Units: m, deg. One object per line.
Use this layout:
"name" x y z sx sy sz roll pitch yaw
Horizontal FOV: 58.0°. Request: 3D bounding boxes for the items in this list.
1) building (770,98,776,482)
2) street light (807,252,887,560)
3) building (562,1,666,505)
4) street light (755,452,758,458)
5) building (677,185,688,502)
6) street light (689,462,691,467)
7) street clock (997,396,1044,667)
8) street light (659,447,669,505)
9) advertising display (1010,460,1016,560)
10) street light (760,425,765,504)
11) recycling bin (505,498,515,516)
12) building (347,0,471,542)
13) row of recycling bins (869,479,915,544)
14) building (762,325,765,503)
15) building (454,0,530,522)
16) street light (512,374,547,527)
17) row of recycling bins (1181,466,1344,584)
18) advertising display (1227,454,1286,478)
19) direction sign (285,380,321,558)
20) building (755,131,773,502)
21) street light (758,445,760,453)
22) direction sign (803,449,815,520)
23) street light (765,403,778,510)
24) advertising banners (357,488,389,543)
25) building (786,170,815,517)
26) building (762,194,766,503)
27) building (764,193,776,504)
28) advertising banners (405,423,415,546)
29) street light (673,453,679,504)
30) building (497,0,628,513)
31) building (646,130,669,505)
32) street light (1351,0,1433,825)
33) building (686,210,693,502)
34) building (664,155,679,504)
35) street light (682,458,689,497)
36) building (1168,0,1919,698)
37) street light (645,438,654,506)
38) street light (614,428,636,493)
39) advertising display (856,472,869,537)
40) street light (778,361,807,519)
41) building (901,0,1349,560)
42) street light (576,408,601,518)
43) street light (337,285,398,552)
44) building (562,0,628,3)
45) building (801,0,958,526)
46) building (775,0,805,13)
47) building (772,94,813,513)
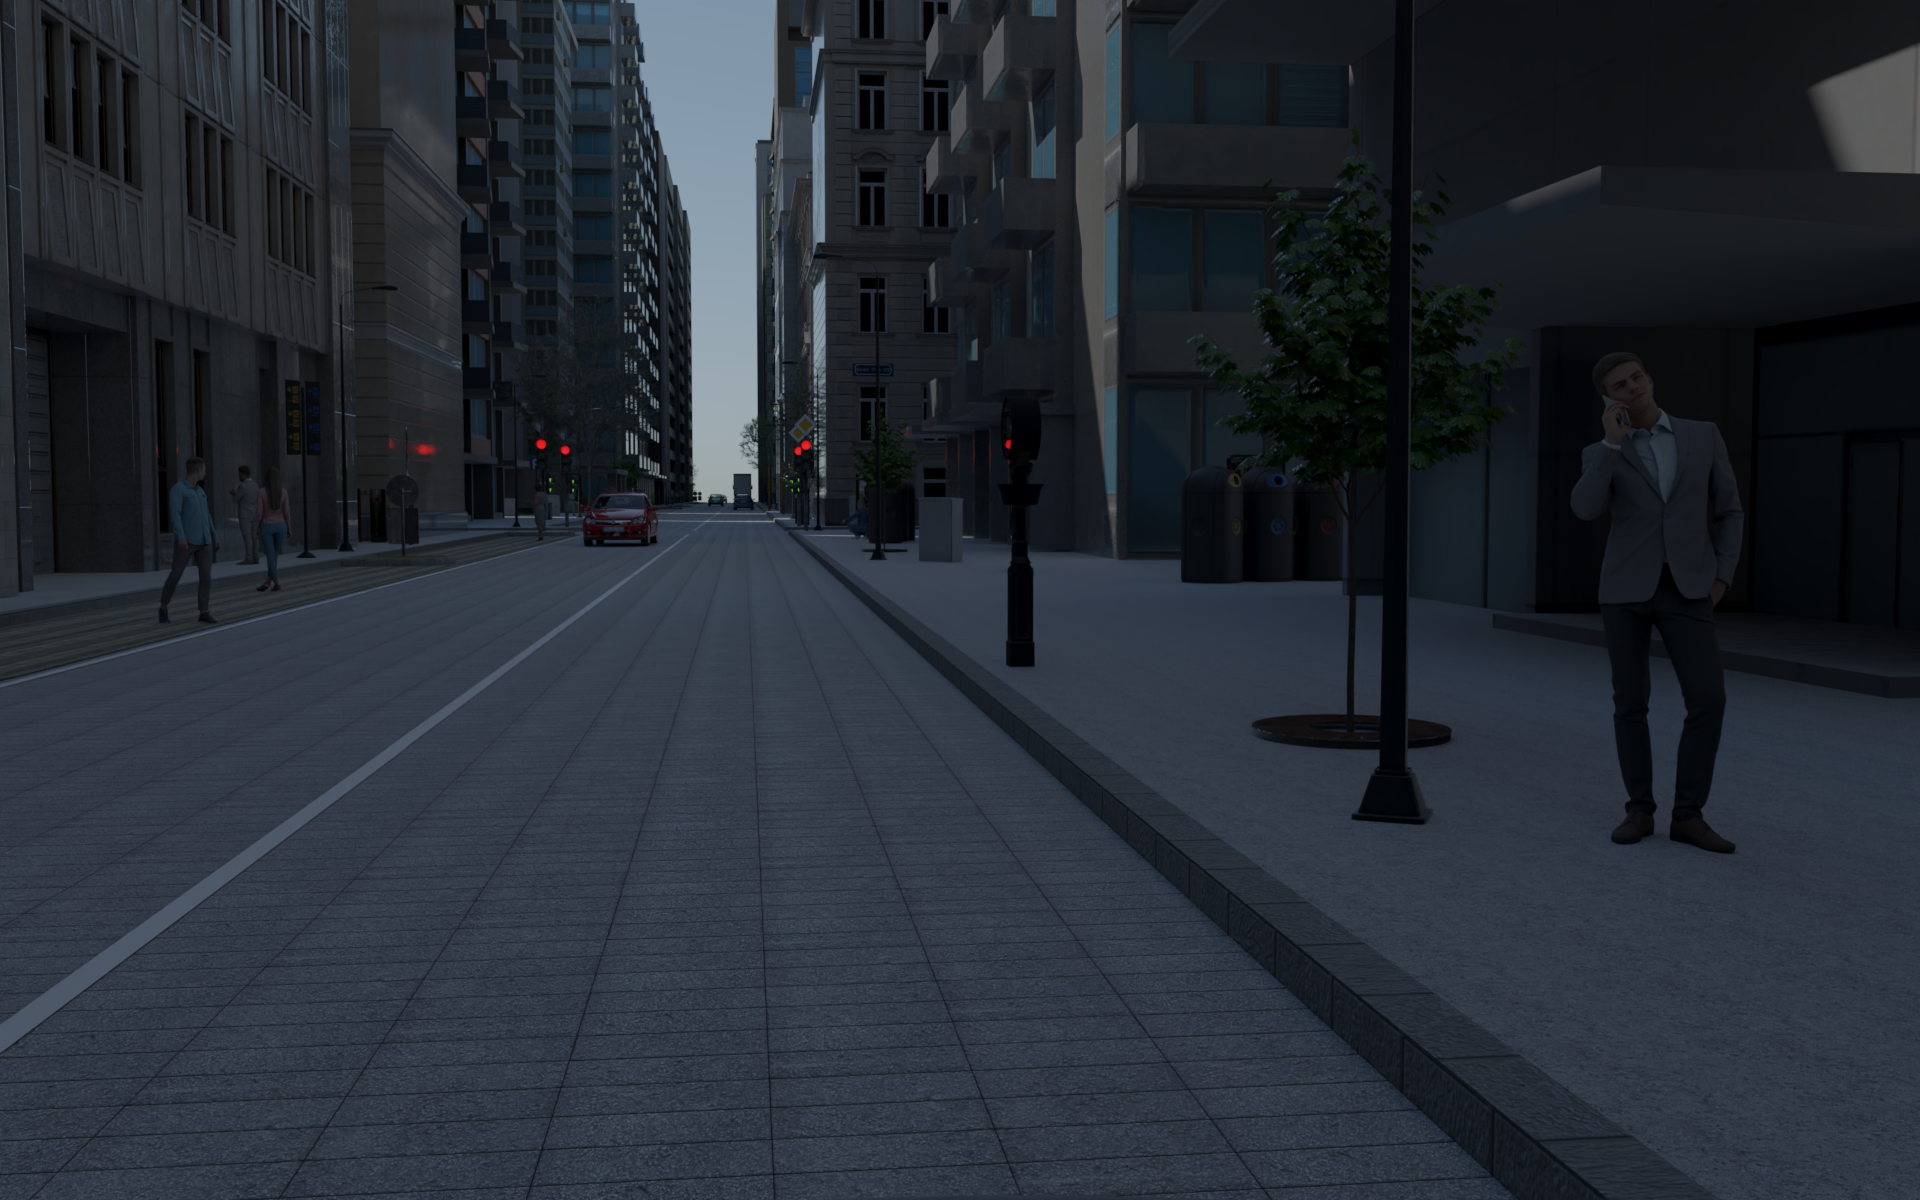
"building" -9.690 -32.815 191.156 22.147 44.769 28.867 0 4 -7
"street light" -2.129 -3.729 33.504 1.470 5.913 1.316 0 4 -7
"building" -44.035 -34.590 185.148 23.786 49.044 30.456 0 4 -7
"street light" -18.581 -11.785 165.230 1.470 5.913 1.316 0 4 -7
"building" -51.895 -38.651 255.645 21.300 48.544 21.600 0 4 -7
"street light" -39.907 -17.125 252.536 1.470 5.913 1.316 0 4 -7
"street clock" 0.450 -0.508 12.873 0.358 2.002 0.471 0 4 -8
"street light" -29.643 -12.088 170.181 1.470 5.913 1.316 0 4 -7
"advertising display" 0.910 -1.454 28.984 0.123 1.923 0.974 0 4 0
"street light" -12.398 -8.749 115.583 1.470 5.913 1.316 0 4 -7
"recycling bin" -26.571 -5.486 102.243 0.722 1.027 0.722 -1 4 -11
"building" -25.723 -16.218 51.062 20.117 28.700 13.634 0 4 -7
"row of recycling bins" -1.850 -2.407 46.461 1.069 1.692 3.534 0 4 6
"building" -23.382 -30.320 267.439 14.160 30.474 14.107 0 4 -7
"building" -32.690 -26.091 81.205 22.147 44.769 28.867 0 4 -7
"street light" -16.659 -5.781 67.061 1.470 5.913 1.316 0 4 -7
"row of recycling bins" 4.897 -1.132 25.629 3.534 1.692 1.069 -1 4 -20
"advertising display" 4.824 -1.409 28.258 0.974 1.923 0.123 -1 4 -10
"direction sign" -13.131 -2.611 34.689 0.379 3.537 0.876 2 4 24
"building" -23.223 -45.620 287.886 21.231 58.520 28.212 0 4 -7
"street light" -15.734 -10.427 143.028 1.470 5.913 1.316 0 4 -7
"direction sign" -7.584 -5.819 87.144 0.876 3.537 0.379 2 4 30
"street light" -9.078 -7.090 88.468 1.470 5.913 1.316 0 4 -7
"advertising banners" -16.046 -3.033 45.778 2.074 3.025 0.090 1 4 14
"building" -4.294 -16.374 103.876 11.583 22.565 21.152 0 4 -7
"building" -21.747 -36.843 252.490 14.600 45.320 14.200 0 4 -7
"building" -19.722 -33.921 238.202 14.154 41.232 14.086 0 4 -7
"advertising banners" -13.803 -2.891 43.455 0.090 3.025 2.074 -1 4 -13
"street light" -32.910 -13.740 197.195 1.470 5.913 1.316 0 4 -7
"building" -40.014 -26.204 120.310 32.217 40.220 23.993 0 4 -7
"building" -42.617 -34.115 207.896 14.600 45.320 14.200 0 4 -7
"street light" 1.182 -2.086 6.648 1.470 5.913 1.316 0 4 -7
"building" -54.032 -39.984 277.439 21.300 48.544 21.600 0 4 -7
"building" -49.751 -37.325 233.967 21.300 48.544 21.600 0 4 -7
"street light" -36.406 -15.481 225.661 1.470 5.913 1.316 0 4 -7
"building" 17.365 -25.714 9.663 28.713 52.752 27.495 0 4 -7
"street light" -26.332 -10.445 143.324 1.470 5.913 1.316 0 4 -7
"street light" -23.602 -9.090 121.167 1.470 5.913 1.316 0 4 -7
"advertising display" -2.733 -2.856 51.912 0.123 1.923 0.974 3 5 42
"street light" -5.506 -5.381 60.513 1.470 5.913 1.316 0 4 -7
"building" 10.961 -26.089 46.172 23.786 49.044 30.456 0 4 -7
"street light" -20.111 -7.423 93.900 1.470 5.913 1.316 0 4 -7
"street light" -13.169 -4.037 38.548 1.470 5.913 1.316 0 4 -7
"building" -39.641 -32.732 154.779 23.786 49.044 30.456 0 4 -7
"building" 5.946 -17.000 75.216 25.104 27.353 12.463 0 4 -7
"building" -9.245 -30.764 153.105 14.600 45.320 14.200 0 4 -7
"building" -8.070 -21.494 128.912 11.434 29.767 29.804 0 4 -7
